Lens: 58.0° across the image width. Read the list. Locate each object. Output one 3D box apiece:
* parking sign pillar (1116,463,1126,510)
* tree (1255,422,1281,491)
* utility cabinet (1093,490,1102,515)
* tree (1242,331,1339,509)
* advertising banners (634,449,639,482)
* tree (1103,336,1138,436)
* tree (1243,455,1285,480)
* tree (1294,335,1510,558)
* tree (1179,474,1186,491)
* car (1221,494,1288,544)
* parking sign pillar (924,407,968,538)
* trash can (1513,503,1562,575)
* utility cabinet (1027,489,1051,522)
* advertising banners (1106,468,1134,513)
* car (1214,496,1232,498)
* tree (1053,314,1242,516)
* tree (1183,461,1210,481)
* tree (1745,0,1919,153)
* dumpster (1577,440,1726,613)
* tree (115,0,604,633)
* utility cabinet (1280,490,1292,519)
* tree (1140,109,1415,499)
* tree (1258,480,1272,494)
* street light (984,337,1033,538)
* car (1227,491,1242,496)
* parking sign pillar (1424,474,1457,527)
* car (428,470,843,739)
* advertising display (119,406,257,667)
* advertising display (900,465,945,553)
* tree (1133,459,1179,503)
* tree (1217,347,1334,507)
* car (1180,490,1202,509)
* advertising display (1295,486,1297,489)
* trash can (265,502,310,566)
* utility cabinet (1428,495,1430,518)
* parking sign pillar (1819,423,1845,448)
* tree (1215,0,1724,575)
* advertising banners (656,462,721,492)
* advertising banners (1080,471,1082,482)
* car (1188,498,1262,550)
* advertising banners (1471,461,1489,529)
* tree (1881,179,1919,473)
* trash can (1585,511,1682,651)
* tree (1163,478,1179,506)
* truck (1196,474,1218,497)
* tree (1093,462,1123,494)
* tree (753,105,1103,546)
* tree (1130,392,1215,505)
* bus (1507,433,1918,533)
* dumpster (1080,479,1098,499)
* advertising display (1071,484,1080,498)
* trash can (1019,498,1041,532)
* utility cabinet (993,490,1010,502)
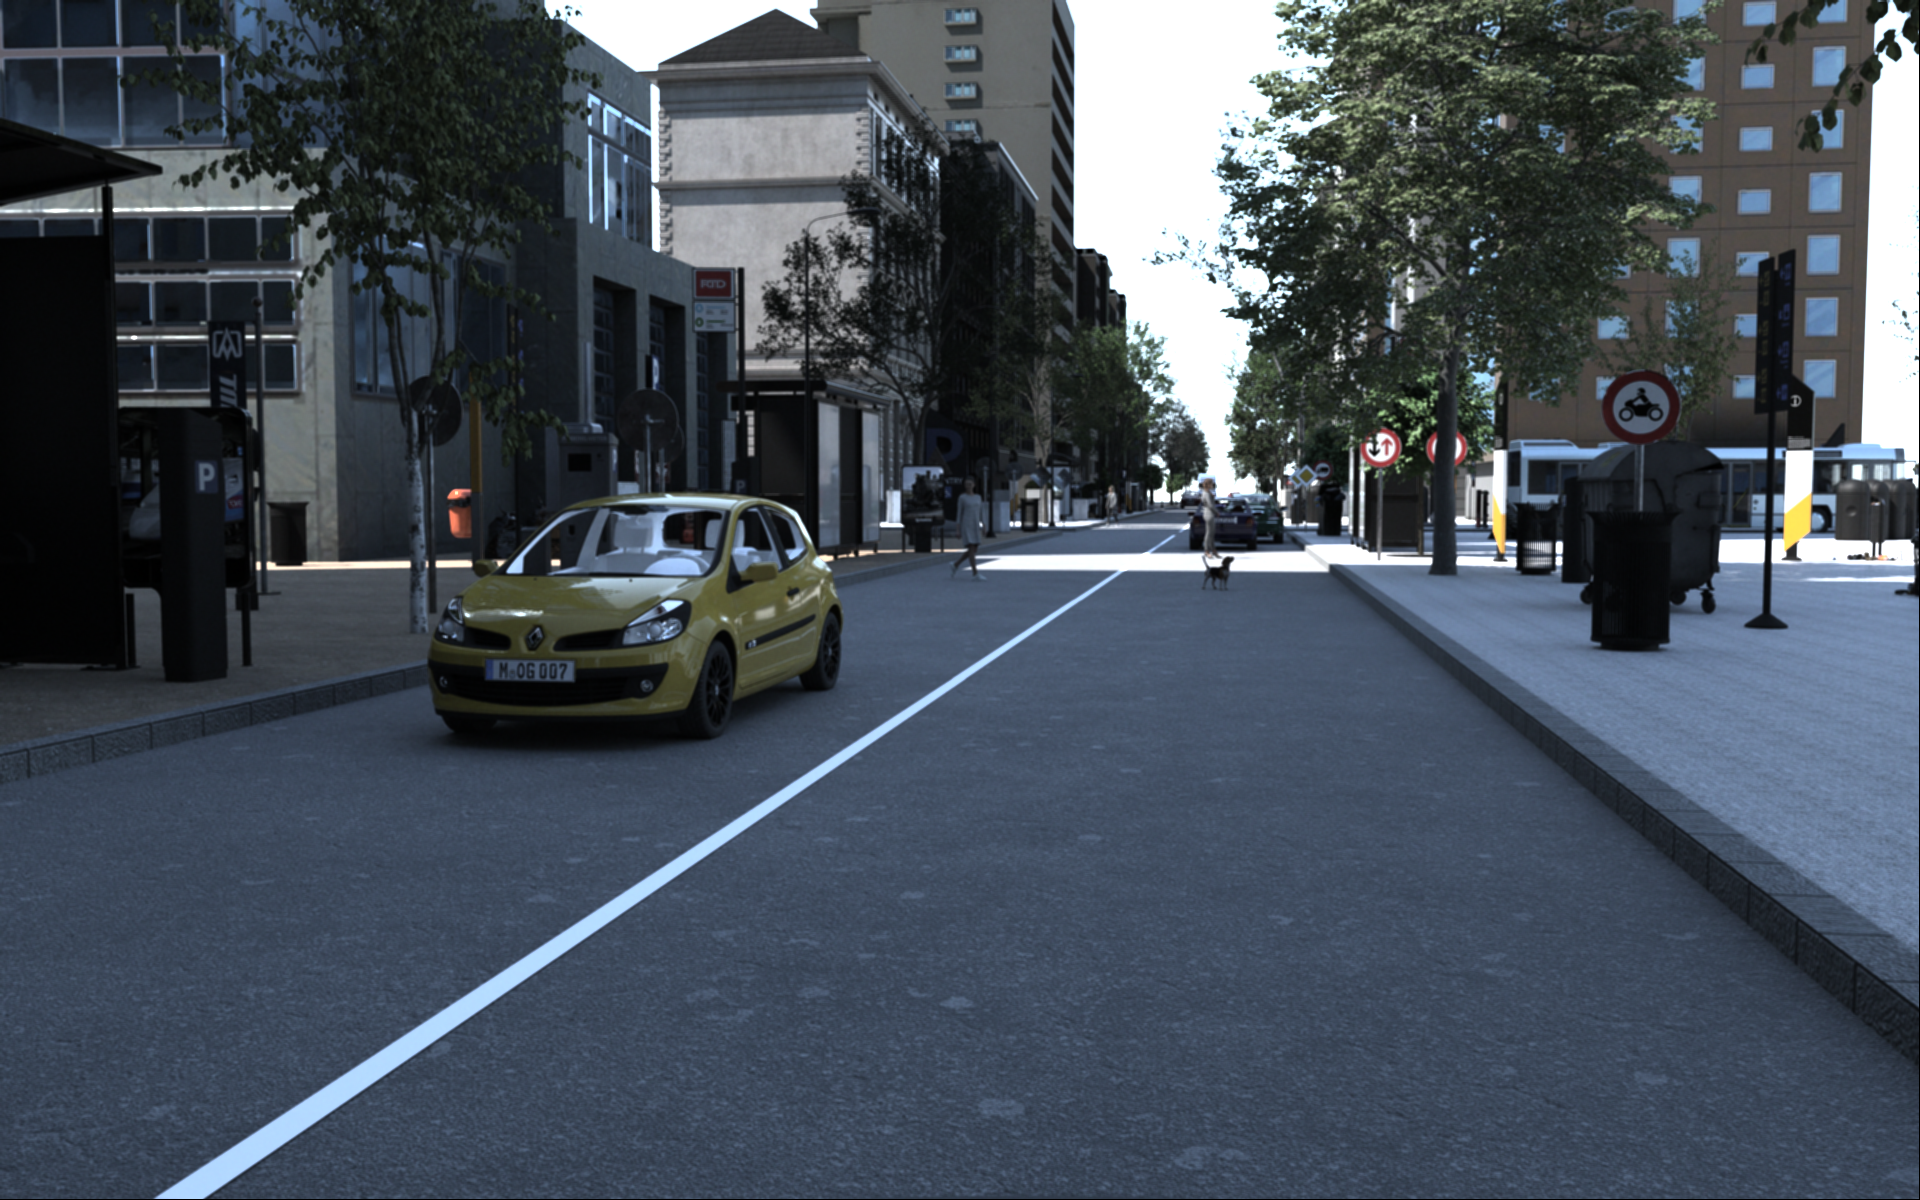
[{"bbox_3d":[12.941,-9.160,138.245,1.447,3.967,1.447,0,4,-3],"label":"parking sign pillar"},{"bbox_3d":[27.969,-12.551,155.573,4.360,8.622,3.978,0,3,0],"label":"tree"},{"bbox_3d":[8.152,-5.709,102.016,0.318,1.500,1.173,-1,4,-12],"label":"utility cabinet"},{"bbox_3d":[20.179,-11.211,109.049,9.928,11.665,9.643,0,3,0],"label":"tree"},{"bbox_3d":[-7.366,-2.599,38.674,0.090,3.025,2.074,0,4,2],"label":"advertising banners"},{"bbox_3d":[3.840,-8.552,74.232,8.767,10.594,7.601,2,4,24],"label":"tree"},{"bbox_3d":[41.600,-18.612,238.723,8.767,10.594,7.601,-3,5,-42],"label":"tree"},{"bbox_3d":[9.456,-3.170,35.548,4.285,4.588,4.351,0,3,0],"label":"tree"},{"bbox_3d":[29.420,-15.485,236.896,4.285,4.588,4.351,0,3,0],"label":"tree"},{"bbox_3d":[8.701,-2.436,51.624,2.131,1.459,4.920,1,4,9],"label":"car"},{"bbox_3d":[-0.418,-3.844,51.323,1.447,3.967,1.447,0,4,3],"label":"parking sign pillar"},{"bbox_3d":[9.181,-0.974,27.580,0.748,1.137,0.748,0,3,0],"label":"trash can"},{"bbox_3d":[3.615,-4.275,78.577,1.173,1.500,0.318,0,4,-3],"label":"utility cabinet"},{"bbox_3d":[10.527,-7.265,114.975,2.074,3.025,0.090,0,4,3],"label":"advertising banners"},{"bbox_3d":[11.854,-3.967,77.445,1.945,1.354,3.894,1,4,9],"label":"car"},{"bbox_3d":[8.985,-10.624,99.463,9.928,11.665,9.643,0,3,0],"label":"tree"},{"bbox_3d":[39.901,-22.322,299.375,7.601,10.594,8.767,-2,4,-25],"label":"tree"},{"bbox_3d":[4.999,-3.524,7.978,4.737,8.622,4.395,0,3,0],"label":"tree"},{"bbox_3d":[7.714,-0.833,19.371,1.264,1.857,1.865,1,4,9],"label":"dumpster"},{"bbox_3d":[-5.024,-3.985,15.520,4.737,8.622,4.395,0,3,0],"label":"tree"},{"bbox_3d":[16.677,-4.862,88.174,0.318,1.500,1.173,2,4,33],"label":"utility cabinet"},{"bbox_3d":[15.795,-14.097,86.383,12.611,20.169,13.585,0,3,0],"label":"tree"},{"bbox_3d":[40.193,-14.154,226.014,1.663,3.219,1.824,0,3,0],"label":"tree"},{"bbox_3d":[1.438,-4.776,50.627,1.470,5.913,1.316,1,4,9],"label":"street light"},{"bbox_3d":[35.995,-13.322,226.479,2.281,1.827,5.304,1,4,9],"label":"car"},{"bbox_3d":[18.606,-4.825,67.365,1.447,3.967,1.447,0,4,6],"label":"parking sign pillar"},{"bbox_3d":[-2.012,-0.076,11.471,2.015,1.641,3.980,1,4,11],"label":"car"},{"bbox_3d":[-5.741,-0.467,12.854,0.974,1.923,0.123,0,4,-2],"label":"advertising display"},{"bbox_3d":[-0.816,-2.004,37.973,0.974,1.923,0.123,0,4,-6],"label":"advertising display"},{"bbox_3d":[17.370,-10.596,156.957,4.285,4.588,4.351,0,3,0],"label":"tree"},{"bbox_3d":[22.948,-12.757,125.584,9.611,12.733,9.660,0,3,0],"label":"tree"},{"bbox_3d":[23.145,-10.076,173.407,2.281,1.827,5.304,1,4,9],"label":"car"},{"bbox_3d":[22.420,-6.760,115.733,0.123,1.923,0.974,0,4,1],"label":"advertising display"},{"bbox_3d":[-12.005,-1.181,30.956,0.748,1.137,0.748,0,3,0],"label":"trash can"},{"bbox_3d":[25.798,-5.083,94.272,1.020,1.237,0.306,3,5,44],"label":"utility cabinet"},{"bbox_3d":[33.076,-4.734,65.869,1.447,3.967,1.447,-3,4,-37],"label":"parking sign pillar"},{"bbox_3d":[8.064,-6.657,26.974,7.486,12.596,7.792,0,3,0],"label":"tree"},{"bbox_3d":[-6.941,-2.953,44.467,2.074,3.025,0.090,-2,4,-29],"label":"advertising banners"},{"bbox_3d":[8.865,-8.140,129.269,0.090,3.025,2.074,1,4,16],"label":"advertising banners"},{"bbox_3d":[6.975,-2.025,45.685,1.945,1.354,3.894,1,4,10],"label":"car"},{"bbox_3d":[19.521,-4.215,65.110,0.090,3.025,2.074,0,4,-1],"label":"advertising banners"},{"bbox_3d":[22.390,-5.375,38.252,4.360,8.622,3.978,0,3,0],"label":"tree"},{"bbox_3d":[5.554,-0.164,14.328,0.748,1.137,0.748,0,3,0],"label":"trash can"},{"bbox_3d":[22.686,-11.819,187.842,1.663,3.219,1.824,0,3,0],"label":"tree"},{"bbox_3d":[33.782,-15.041,235.681,2.967,4.110,18.799,1,4,9],"label":"truck"},{"bbox_3d":[8.832,-6.813,105.999,1.663,3.219,1.824,0,3,0],"label":"tree"},{"bbox_3d":[-1.222,-6.620,42.655,8.767,10.594,7.601,1,4,9],"label":"tree"},{"bbox_3d":[26.205,-18.527,213.287,12.009,13.543,11.850,0,3,0],"label":"tree"},{"bbox_3d":[25.611,-3.908,58.752,13.247,3.499,2.948,0,4,7],"label":"bus"},{"bbox_3d":[8.427,-6.611,110.575,1.502,2.255,1.985,1,4,9],"label":"dumpster"},{"bbox_3d":[7.511,-6.735,115.329,0.974,1.923,0.123,0,4,-5],"label":"advertising display"},{"bbox_3d":[2.365,-2.874,58.649,0.748,1.137,0.748,0,3,0],"label":"trash can"},{"bbox_3d":[2.254,-5.015,90.675,1.173,1.500,0.318,-2,4,-29],"label":"utility cabinet"}]
